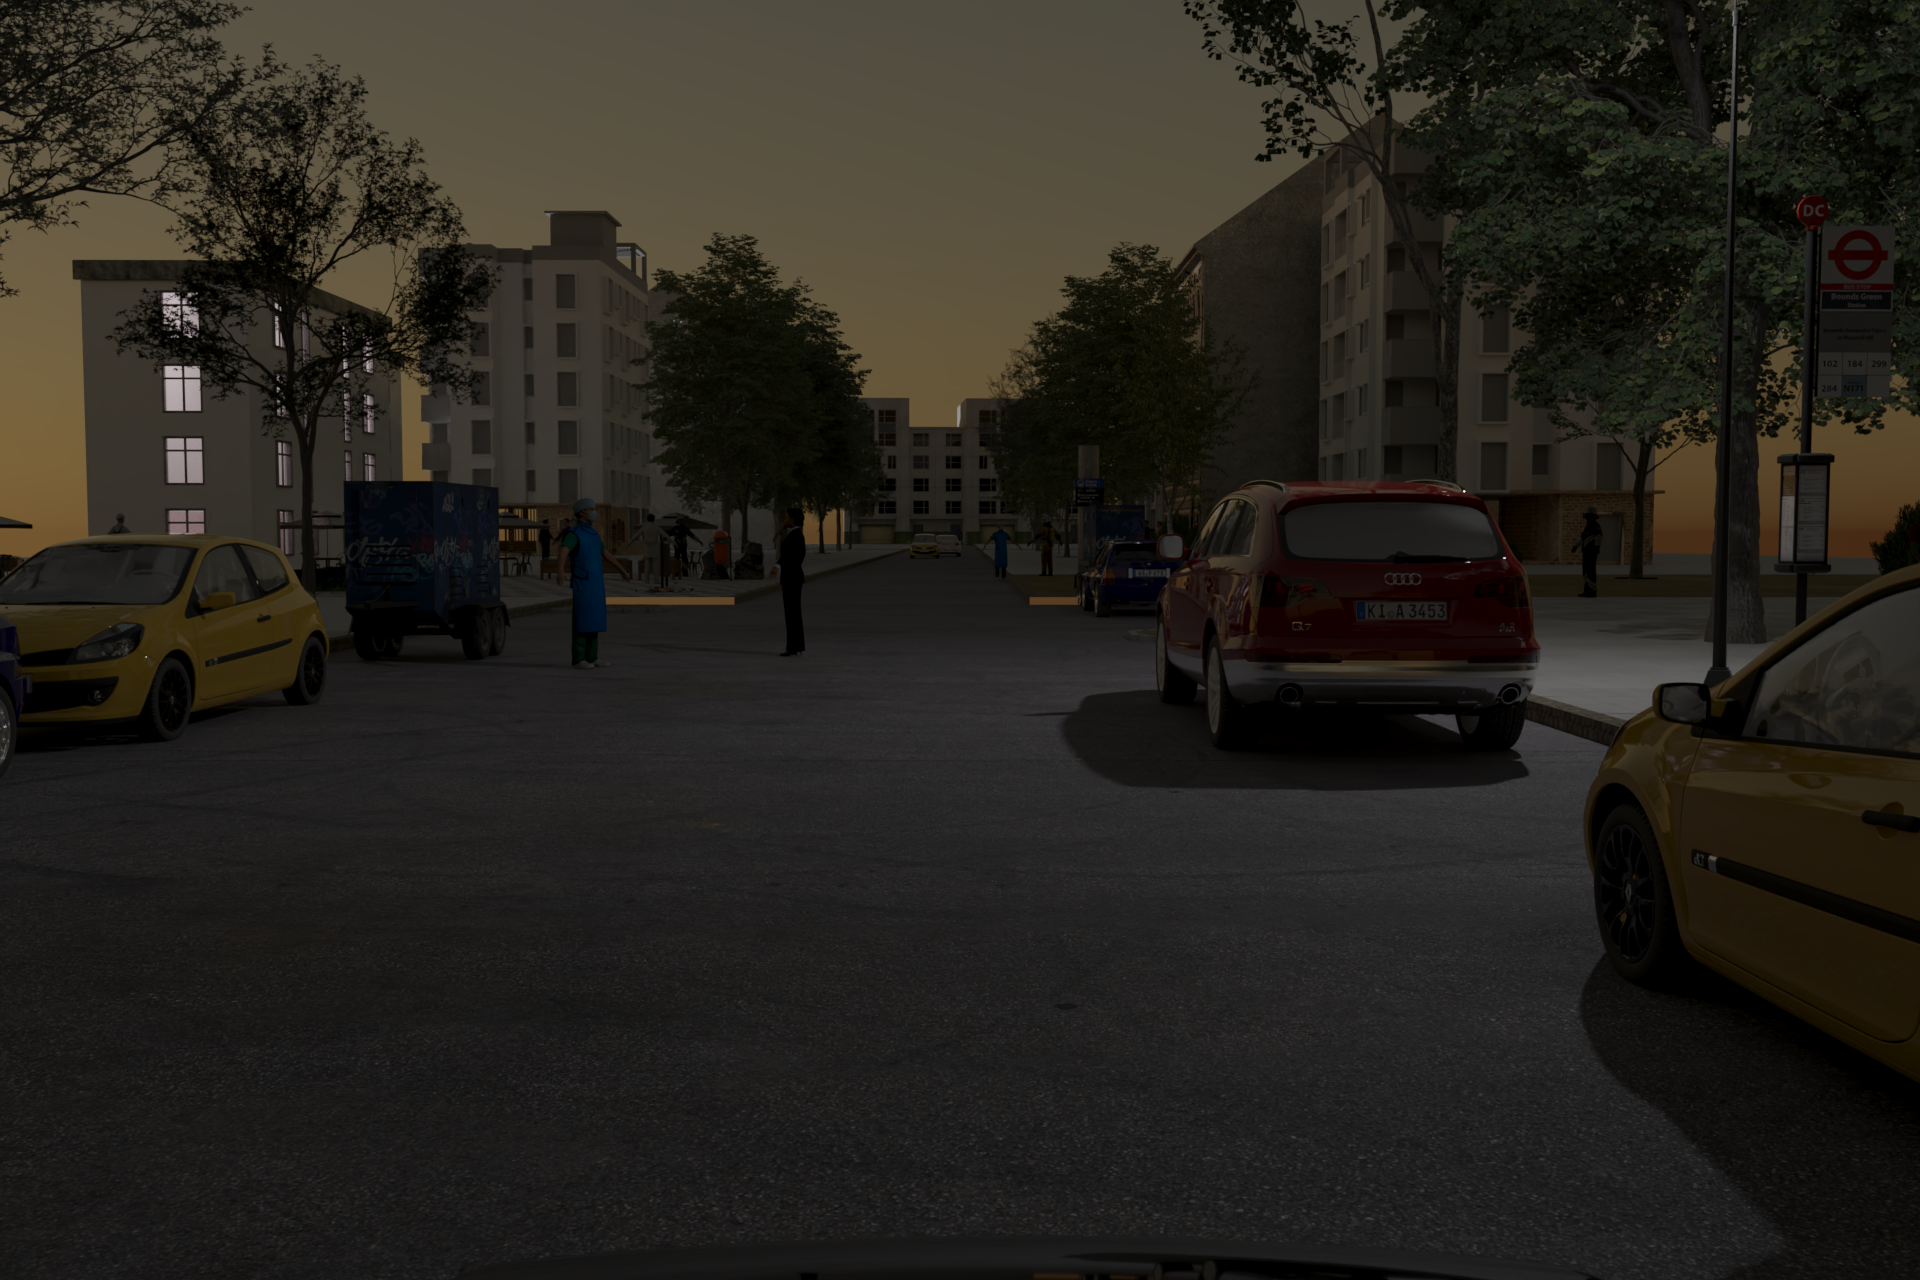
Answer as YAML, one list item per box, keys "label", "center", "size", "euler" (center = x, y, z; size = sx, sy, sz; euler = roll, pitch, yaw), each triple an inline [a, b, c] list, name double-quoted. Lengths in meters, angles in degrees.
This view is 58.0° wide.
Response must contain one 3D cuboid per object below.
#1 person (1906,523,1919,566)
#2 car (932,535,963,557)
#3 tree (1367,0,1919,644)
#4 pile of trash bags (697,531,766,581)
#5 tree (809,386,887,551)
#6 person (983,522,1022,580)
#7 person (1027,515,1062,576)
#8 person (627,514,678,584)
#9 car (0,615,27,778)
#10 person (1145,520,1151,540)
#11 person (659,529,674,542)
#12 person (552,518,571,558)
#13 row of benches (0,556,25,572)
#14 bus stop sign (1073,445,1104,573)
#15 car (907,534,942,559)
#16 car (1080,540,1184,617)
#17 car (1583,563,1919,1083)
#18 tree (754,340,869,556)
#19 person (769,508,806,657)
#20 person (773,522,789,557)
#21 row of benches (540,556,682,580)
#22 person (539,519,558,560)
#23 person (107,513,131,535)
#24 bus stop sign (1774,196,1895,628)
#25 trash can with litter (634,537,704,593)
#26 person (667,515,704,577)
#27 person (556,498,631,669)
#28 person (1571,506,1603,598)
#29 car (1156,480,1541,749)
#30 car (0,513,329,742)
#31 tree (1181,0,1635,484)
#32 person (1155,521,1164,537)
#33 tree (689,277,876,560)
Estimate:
- label: "person"
  center: [14.042, -0.986, 25.335]
  size: [0.599, 1.438, 0.989]
  euler: [2, 4, 25]
- label: "car"
  center: [-0.867, -6.041, 111.137]
  size: [2.083, 1.381, 4.827]
  euler: [0, 4, -1]
- label: "tree"
  center: [9.208, -6.931, 19.984]
  size: [9.857, 13.997, 8.962]
  euler: [0, 3, 0]
- label: "pile of trash bags"
  center: [-6.496, -2.386, 48.767]
  size: [1.912, 1.369, 3.447]
  euler: [0, 4, 0]
- label: "tree"
  center: [-9.564, -12.986, 130.453]
  size: [7.486, 12.596, 7.792]
  euler: [0, 3, 0]
- label: "person"
  center: [1.298, -2.805, 54.438]
  size: [1.347, 1.817, 0.704]
  euler: [-1, 4, -23]
- label: "person"
  center: [2.634, -2.875, 52.772]
  size: [1.354, 1.858, 0.705]
  euler: [-3, 4, -36]
- label: "person"
  center: [-7.960, -2.358, 44.743]
  size: [1.347, 1.806, 0.705]
  euler: [0, 4, 3]
- label: "car"
  center: [-6.377, 0.246, 8.562]
  size: [1.945, 1.354, 3.894]
  euler: [0, 3, 0]
- label: "person"
  center: [6.900, -3.564, 64.494]
  size: [0.704, 1.802, 1.346]
  euler: [0, 4, -6]
- label: "person"
  center: [-11.439, -3.713, 66.854]
  size: [1.345, 1.843, 0.704]
  euler: [-1, 4, -9]
- label: "person"
  center: [-13.182, -3.167, 57.924]
  size: [1.346, 1.812, 0.704]
  euler: [3, 5, 43]
- label: "row of benches"
  center: [-26.849, -2.186, 51.197]
  size: [4.104, 0.672, 1.422]
  euler: [-1, 4, -12]
- label: "bus stop sign"
  center: [3.822, -3.825, 51.551]
  size: [0.837, 3.901, 0.837]
  euler: [0, 4, 0]
- label: "car"
  center: [-2.066, -5.606, 101.881]
  size: [2.015, 1.641, 3.980]
  euler: [0, 4, 0]
- label: "car"
  center: [3.166, -1.135, 31.139]
  size: [1.945, 1.354, 3.894]
  euler: [0, 4, -1]
- label: "car"
  center: [2.976, 0.359, 4.352]
  size: [2.015, 1.641, 3.980]
  euler: [0, 4, -1]
- label: "tree"
  center: [-9.212, -11.188, 101.057]
  size: [7.486, 12.596, 7.792]
  euler: [0, 3, 0]
- label: "person"
  center: [-2.039, -0.685, 20.376]
  size: [0.721, 1.740, 1.216]
  euler: [0, 4, 8]
- label: "person"
  center: [-7.445, -4.124, 73.553]
  size: [1.348, 1.813, 0.705]
  euler: [-3, 5, -43]
- label: "row of benches"
  center: [-9.744, -2.035, 48.729]
  size: [4.104, 0.672, 1.422]
  euler: [1, 4, 9]
- label: "person"
  center: [-15.007, -3.482, 62.867]
  size: [0.705, 1.837, 1.347]
  euler: [-3, 5, -40]
- label: "person"
  center: [-22.878, -2.533, 47.274]
  size: [1.347, 1.847, 0.705]
  euler: [1, 4, 16]
- label: "bus stop sign"
  center: [6.944, -1.533, 13.766]
  size: [0.855, 3.939, 0.416]
  euler: [0, 3, 0]
- label: "trash can with litter"
  center: [-6.427, -1.692, 38.721]
  size: [1.678, 1.210, 2.233]
  euler: [0, 4, 1]
- label: "person"
  center: [-8.361, -2.819, 51.868]
  size: [1.354, 1.856, 0.705]
  euler: [-1, 4, -22]
- label: "person"
  center: [-3.963, -0.606, 18.490]
  size: [0.704, 1.817, 1.347]
  euler: [1, 4, 20]
- label: "person"
  center: [12.724, -1.785, 35.057]
  size: [0.704, 1.845, 1.351]
  euler: [0, 4, 0]
- label: "car"
  center: [2.698, -0.269, 13.078]
  size: [2.281, 1.827, 5.304]
  euler: [0, 4, 0]
- label: "car"
  center: [-6.278, -0.181, 13.185]
  size: [2.015, 1.641, 3.980]
  euler: [0, 4, 0]
- label: "tree"
  center: [8.686, -10.910, 34.268]
  size: [12.611, 20.169, 13.585]
  euler: [0, 3, 0]
- label: "person"
  center: [6.609, -3.143, 58.189]
  size: [0.721, 1.733, 1.217]
  euler: [1, 4, 19]
- label: "tree"
  center: [-8.826, -10.884, 84.616]
  size: [9.857, 13.997, 8.962]
  euler: [0, 3, 0]
